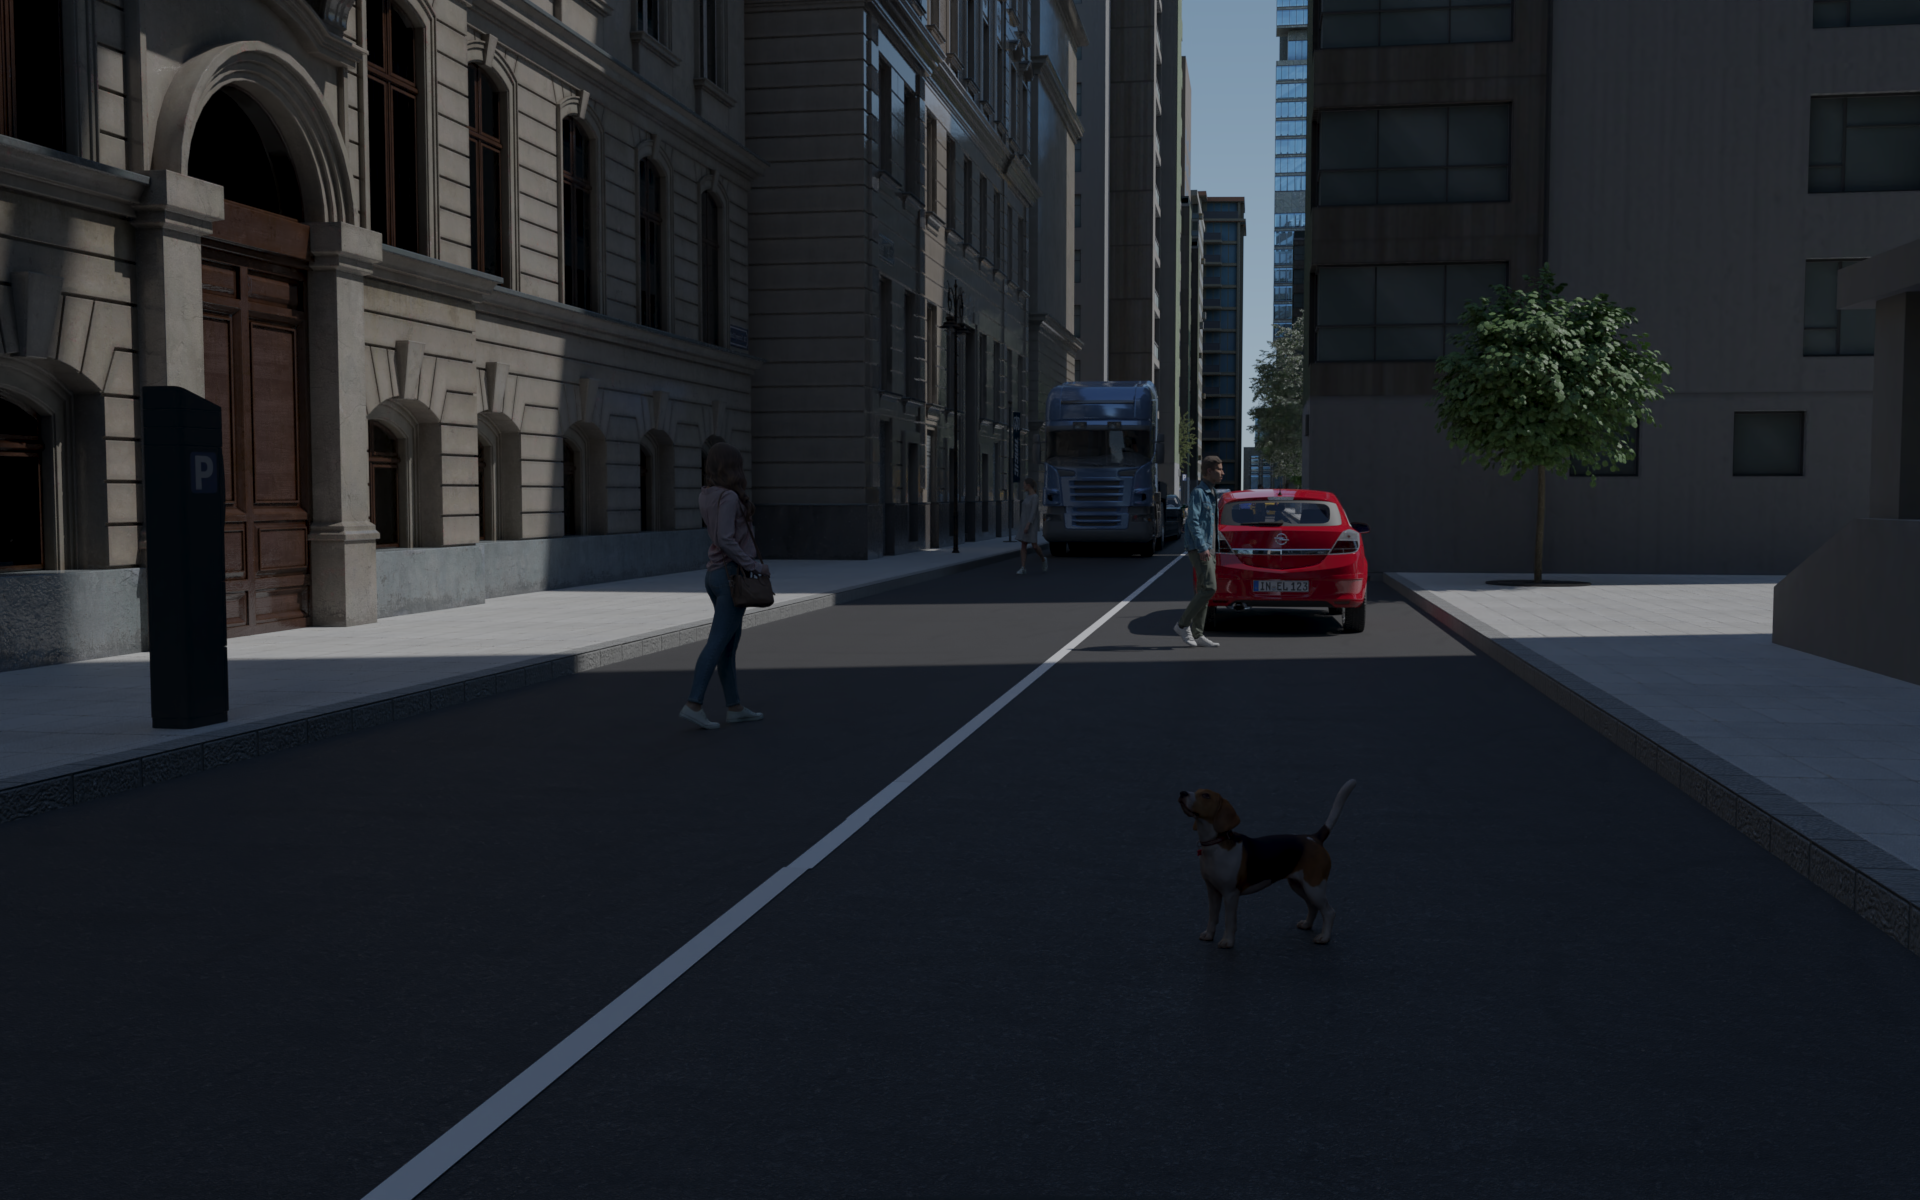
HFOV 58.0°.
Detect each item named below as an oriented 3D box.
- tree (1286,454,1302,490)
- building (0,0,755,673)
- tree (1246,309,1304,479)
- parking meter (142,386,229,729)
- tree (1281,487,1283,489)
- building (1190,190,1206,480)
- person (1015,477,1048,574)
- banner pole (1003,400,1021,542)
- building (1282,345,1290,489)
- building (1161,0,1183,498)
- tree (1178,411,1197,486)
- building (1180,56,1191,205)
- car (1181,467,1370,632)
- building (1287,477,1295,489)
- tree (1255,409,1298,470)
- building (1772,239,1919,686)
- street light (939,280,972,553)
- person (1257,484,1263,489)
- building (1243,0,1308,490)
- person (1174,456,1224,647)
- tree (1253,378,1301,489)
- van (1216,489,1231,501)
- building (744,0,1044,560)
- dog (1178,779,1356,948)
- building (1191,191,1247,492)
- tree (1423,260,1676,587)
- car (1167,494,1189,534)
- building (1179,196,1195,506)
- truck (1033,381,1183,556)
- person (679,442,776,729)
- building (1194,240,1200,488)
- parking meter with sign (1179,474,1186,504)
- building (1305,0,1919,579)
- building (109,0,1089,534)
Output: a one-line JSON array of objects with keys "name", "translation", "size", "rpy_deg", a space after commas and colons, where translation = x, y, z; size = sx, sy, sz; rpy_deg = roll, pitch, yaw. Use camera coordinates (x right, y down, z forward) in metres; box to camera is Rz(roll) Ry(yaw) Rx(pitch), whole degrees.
[{"name": "tree", "translation": [24.684, -8.458, 122.007], "size": [4.285, 4.588, 4.351], "rpy_deg": [0, 3, 0]}, {"name": "building", "translation": [-11.788, -12.038, 15.906], "size": [14.460, 24.649, 34.723], "rpy_deg": [1, 4, 10]}, {"name": "tree", "translation": [22.947, -12.633, 113.198], "size": [9.857, 13.997, 8.962], "rpy_deg": [0, 3, 0]}, {"name": "parking meter", "translation": [-4.279, -0.237, 9.589], "size": [0.255, 1.863, 0.399], "rpy_deg": [1, 4, 12]}, {"name": "tree", "translation": [43.032, -14.336, 228.994], "size": [1.663, 3.219, 1.824], "rpy_deg": [0, 3, 0]}, {"name": "building", "translation": [18.116, -31.947, 214.220], "size": [23.993, 40.220, 32.217], "rpy_deg": [1, 4, 10]}, {"name": "person", "translation": [1.274, -1.340, 31.158], "size": [0.466, 1.731, 0.760], "rpy_deg": [3, 4, 37]}, {"name": "banner pole", "translation": [1.443, -3.441, 46.283], "size": [0.401, 3.779, 0.863], "rpy_deg": [2, 4, 27]}, {"name": "building", "translation": [53.575, -22.366, 210.721], "size": [27.650, 21.520, 28.899], "rpy_deg": [1, 4, 10]}, {"name": "building", "translation": [3.697, -24.633, 86.350], "size": [14.154, 41.232, 14.086], "rpy_deg": [1, 4, 10]}, {"name": "tree", "translation": [18.264, -12.056, 147.478], "size": [4.737, 8.622, 4.395], "rpy_deg": [0, 3, 0]}, {"name": "building", "translation": [16.087, -32.147, 175.720], "size": [14.600, 45.320, 14.200], "rpy_deg": [1, 4, 10]}, {"name": "car", "translation": [3.569, -0.644, 19.564], "size": [2.155, 1.783, 4.494], "rpy_deg": [1, 4, 9]}, {"name": "building", "translation": [48.690, -29.238, 169.918], "size": [32.217, 40.220, 23.993], "rpy_deg": [1, 4, 10]}, {"name": "tree", "translation": [30.351, -13.398, 153.469], "size": [8.767, 10.594, 7.601], "rpy_deg": [-1, 4, -10]}, {"name": "building", "translation": [21.699, -19.099, 4.153], "size": [32.217, 40.220, 23.993], "rpy_deg": [1, 4, 10]}, {"name": "street light", "translation": [-0.093, -3.958, 37.505], "size": [0.468, 5.910, 1.993], "rpy_deg": [1, 4, 10]}, {"name": "person", "translation": [11.106, -3.384, 63.932], "size": [0.767, 1.812, 0.694], "rpy_deg": [1, 4, 13]}, {"name": "building", "translation": [55.821, -56.864, 242.397], "size": [31.000, 86.520, 22.319], "rpy_deg": [1, 4, 10]}, {"name": "person", "translation": [2.237, -0.447, 16.158], "size": [0.444, 1.785, 0.601], "rpy_deg": [2, 4, 29]}, {"name": "tree", "translation": [28.169, -13.340, 143.872], "size": [9.928, 11.665, 9.643], "rpy_deg": [0, 3, 0]}, {"name": "van", "translation": [21.331, -8.192, 140.953], "size": [2.013, 2.044, 4.112], "rpy_deg": [1, 4, 10]}, {"name": "building", "translation": [-5.291, -15.186, 45.559], "size": [12.463, 27.353, 25.104], "rpy_deg": [1, 4, 10]}, {"name": "dog", "translation": [0.984, 0.841, 5.540], "size": [0.406, 0.507, 0.540], "rpy_deg": [2, 4, 31]}, {"name": "building", "translation": [26.206, -36.297, 248.074], "size": [28.867, 44.769, 22.147], "rpy_deg": [1, 4, 10]}, {"name": "tree", "translation": [8.202, -2.487, 24.379], "size": [4.285, 4.588, 4.351], "rpy_deg": [0, 3, 0]}, {"name": "car", "translation": [7.416, -3.202, 64.155], "size": [2.131, 1.459, 4.920], "rpy_deg": [1, 4, 10]}, {"name": "building", "translation": [14.248, -23.881, 162.154], "size": [14.160, 30.474, 14.107], "rpy_deg": [1, 4, 10]}, {"name": "truck", "translation": [4.479, -3.505, 47.068], "size": [2.967, 4.110, 18.799], "rpy_deg": [1, 4, 10]}, {"name": "person", "translation": [-1.486, -0.100, 10.726], "size": [0.643, 1.750, 0.593], "rpy_deg": [-2, 4, -29]}, {"name": "building", "translation": [18.922, -25.591, 190.106], "size": [14.160, 30.474, 14.107], "rpy_deg": [1, 4, 10]}, {"name": "parking meter with sign", "translation": [19.236, -9.639, 153.861], "size": [0.543, 3.016, 1.738], "rpy_deg": [-3, 5, -44]}, {"name": "building", "translation": [13.816, -15.994, 33.197], "size": [14.160, 30.474, 14.107], "rpy_deg": [1, 4, 10]}, {"name": "building", "translation": [-12.802, -15.233, 68.147], "size": [34.723, 24.649, 14.460], "rpy_deg": [1, 4, 10]}]
